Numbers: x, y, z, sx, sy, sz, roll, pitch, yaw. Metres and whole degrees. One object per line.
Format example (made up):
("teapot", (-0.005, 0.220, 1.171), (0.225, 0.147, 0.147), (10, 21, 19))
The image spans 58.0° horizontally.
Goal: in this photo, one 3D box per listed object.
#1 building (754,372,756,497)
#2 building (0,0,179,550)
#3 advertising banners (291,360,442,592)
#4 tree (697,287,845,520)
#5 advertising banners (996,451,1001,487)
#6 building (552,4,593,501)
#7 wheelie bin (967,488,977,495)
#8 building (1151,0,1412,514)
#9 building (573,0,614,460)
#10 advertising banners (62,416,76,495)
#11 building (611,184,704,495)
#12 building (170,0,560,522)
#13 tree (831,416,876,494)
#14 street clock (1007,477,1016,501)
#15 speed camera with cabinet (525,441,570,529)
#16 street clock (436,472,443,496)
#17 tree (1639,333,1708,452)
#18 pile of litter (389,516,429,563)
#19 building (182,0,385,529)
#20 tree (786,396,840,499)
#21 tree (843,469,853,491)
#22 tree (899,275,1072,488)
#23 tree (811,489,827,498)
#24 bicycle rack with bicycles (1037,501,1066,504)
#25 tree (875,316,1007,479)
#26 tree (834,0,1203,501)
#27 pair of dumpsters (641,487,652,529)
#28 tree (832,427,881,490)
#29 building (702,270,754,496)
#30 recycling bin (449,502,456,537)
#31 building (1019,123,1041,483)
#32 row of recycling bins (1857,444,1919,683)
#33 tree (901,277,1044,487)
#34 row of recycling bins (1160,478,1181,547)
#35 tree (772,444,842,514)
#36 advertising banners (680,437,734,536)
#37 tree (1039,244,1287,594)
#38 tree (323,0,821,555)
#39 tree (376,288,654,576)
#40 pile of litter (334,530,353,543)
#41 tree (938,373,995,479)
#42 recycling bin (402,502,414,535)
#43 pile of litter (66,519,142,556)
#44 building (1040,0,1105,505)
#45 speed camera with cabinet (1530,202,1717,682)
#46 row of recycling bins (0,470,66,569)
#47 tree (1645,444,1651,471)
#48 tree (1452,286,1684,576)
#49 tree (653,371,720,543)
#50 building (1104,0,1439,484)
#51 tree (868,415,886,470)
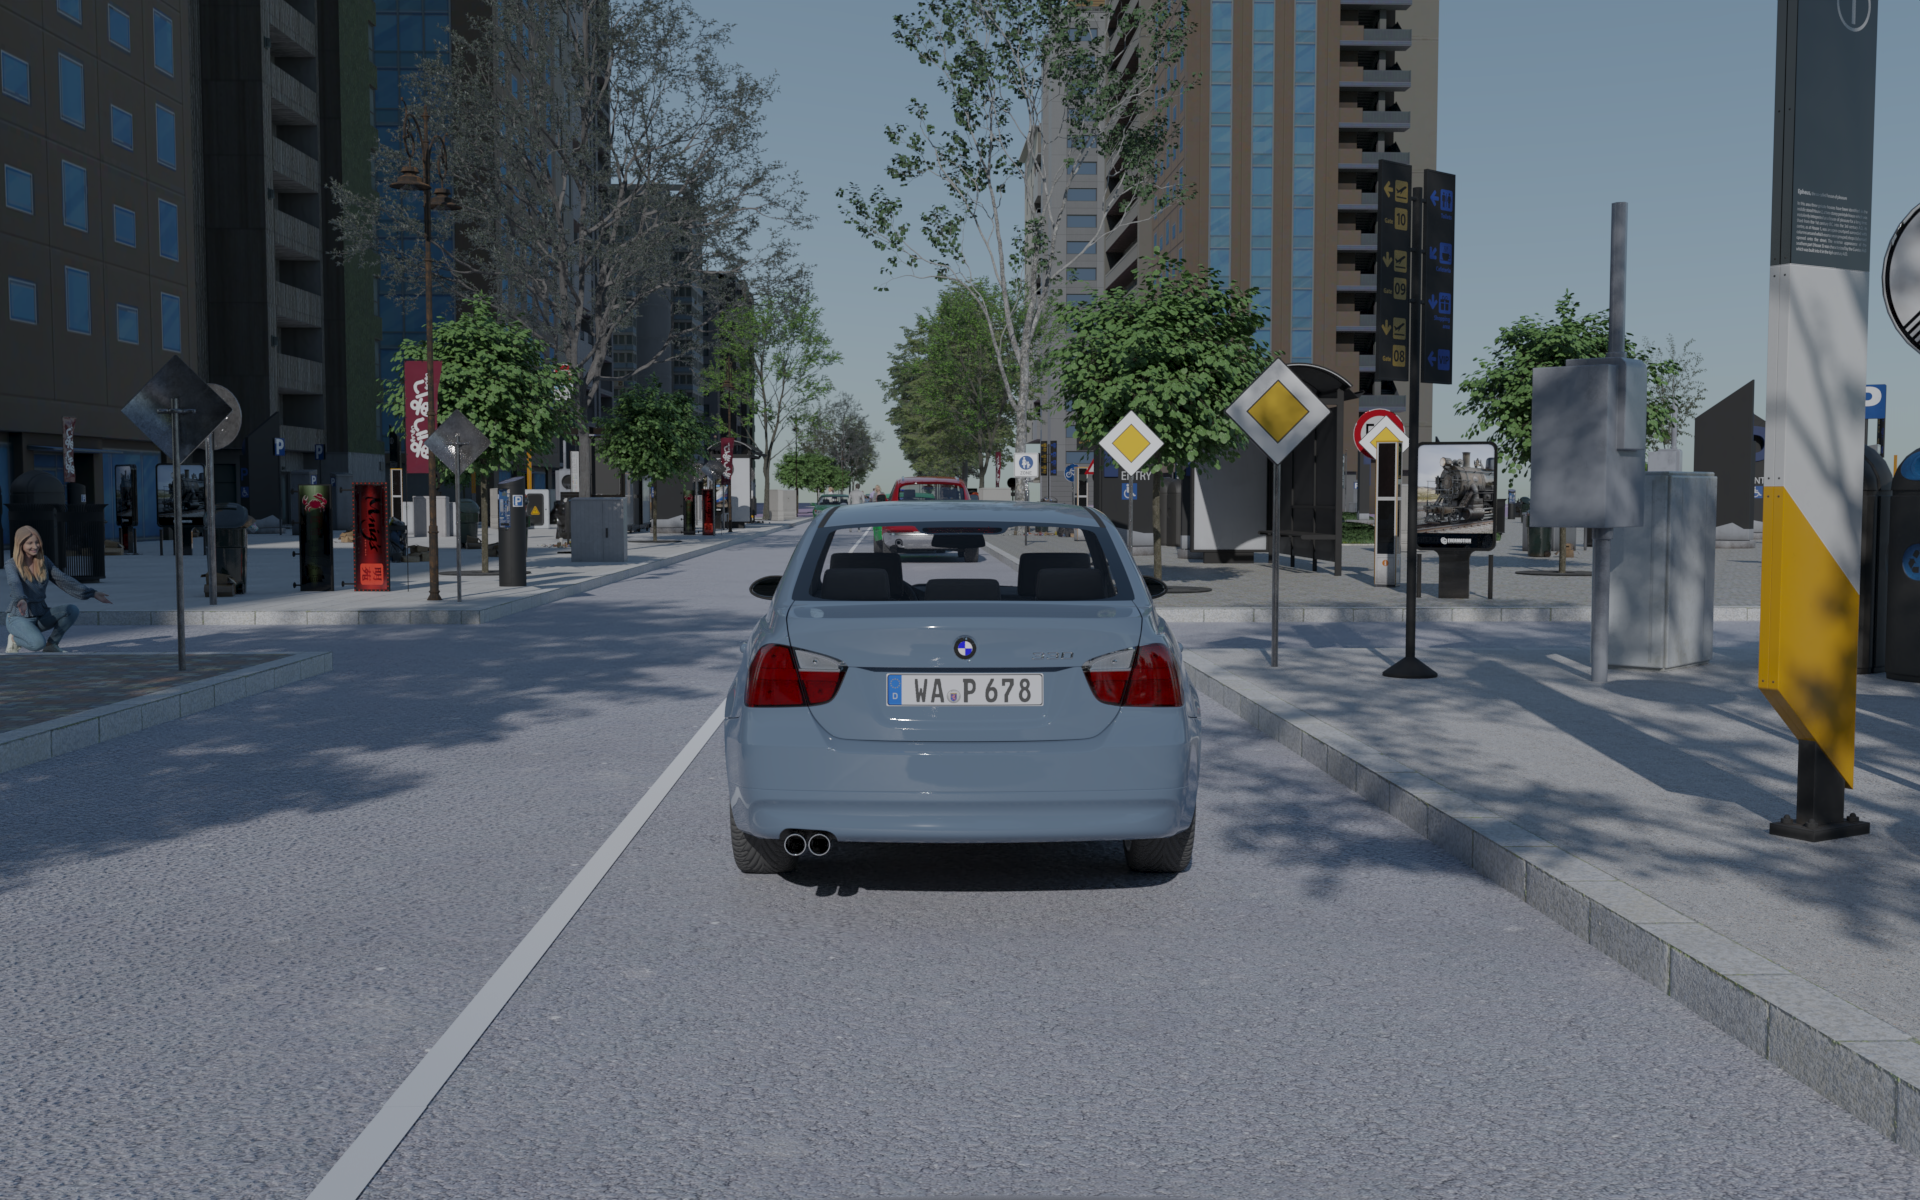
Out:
("building", (-35.768, -28.520, 238.001), (14.160, 30.474, 14.107), (0, 4, -2))
("building", (-28.265, -23.889, 40.700), (14.600, 45.320, 14.200), (0, 4, -2))
("advertising banners", (-7.760, -1.621, 22.696), (2.074, 3.025, 0.090), (0, 4, 5))
("tree", (-9.518, -9.779, 85.644), (9.928, 11.665, 9.643), (0, 3, 0))
("advertising banners", (1.275, -4.635, 71.963), (0.090, 3.025, 2.074), (-1, 4, -22))
("building", (-38.469, -31.717, 107.820), (28.713, 52.752, 27.495), (0, 4, -2))
("wheelie bin", (0.635, -5.159, 92.259), (0.980, 1.594, 0.693), (0, 3, 0))
("building", (20.571, -28.384, 114.196), (14.600, 45.320, 14.200), (0, 4, -2))
("building", (-35.381, -42.394, 131.392), (20.563, 71.187, 20.611), (0, 4, -2))
("advertising banners", (-20.127, -2.576, 38.308), (0.090, 3.025, 2.074), (0, 4, 6))
("building", (-43.323, -31.342, 204.314), (32.217, 40.220, 23.993), (0, 4, -2))
("building", (-28.247, -26.596, 84.954), (14.600, 45.320, 14.200), (0, 4, -2))
("tree", (-15.502, -20.316, 250.287), (7.486, 12.596, 7.792), (0, 3, 0))
("street clock", (2.297, -4.327, 75.311), (0.471, 2.002, 0.358), (2, 4, 29))
("speed camera with cabinet", (-15.107, -4.231, 63.521), (2.038, 3.252, 0.660), (-2, 4, -29))
("street clock", (-16.797, -3.121, 55.591), (0.471, 2.002, 0.358), (3, 4, 36))
("tree", (31.959, -7.848, 78.675), (4.360, 8.622, 3.978), (0, 3, 0))
("pile of litter", (-10.524, -1.172, 33.129), (1.176, 0.858, 1.719), (1, 4, 14))
("building", (-30.366, -17.829, 63.204), (14.160, 30.474, 14.107), (0, 4, -2))
("tree", (-10.721, -10.885, 128.330), (4.360, 8.622, 3.978), (0, 3, 0))
("tree", (-10.100, -8.435, 121.618), (4.285, 4.588, 4.351), (0, 3, 0))
("tree", (1.187, -9.498, 81.052), (9.928, 11.665, 9.643), (0, 3, 0))
("tree", (-11.411, -8.993, 141.633), (1.663, 3.219, 1.824), (0, 3, 0))
("bicycle rack with bicycles", (3.493, -4.394, 85.216), (2.925, 0.926, 2.852), (-1, 4, -17))
("tree", (-0.876, -12.699, 114.287), (9.857, 13.997, 8.962), (0, 3, 0))
("tree", (2.111, -12.357, 57.924), (12.611, 20.169, 13.585), (0, 3, 0))
("pair of dumpsters", (-12.109, -3.757, 63.925), (1.574, 2.255, 4.437), (0, 4, -2))
("tree", (-14.666, -18.417, 235.527), (8.767, 10.594, 7.601), (1, 4, 9))
("building", (-34.808, -27.660, 223.946), (14.160, 30.474, 14.107), (0, 4, -2))
("recycling bin", (-15.353, -2.456, 52.707), (0.722, 1.027, 0.722), (2, 4, 30))
("building", (23.312, -39.924, 241.997), (28.713, 52.752, 27.495), (0, 4, -2))
("row of recycling bins", (6.954, -0.267, 11.473), (1.069, 1.692, 3.534), (-1, 4, -23))
("tree", (0.656, -10.574, 91.008), (7.486, 12.596, 7.792), (0, 3, 0))
("row of recycling bins", (5.737, -2.136, 42.030), (1.069, 1.692, 3.534), (-2, 4, -26))
("tree", (-10.674, -7.976, 114.126), (4.285, 4.588, 4.351), (0, 3, 0))
("advertising banners", (-7.828, -3.520, 53.732), (2.074, 3.025, 0.090), (2, 4, 29))
("tree", (2.697, -2.398, 22.925), (4.285, 4.588, 4.351), (0, 3, 0))
("tree", (-8.024, -7.727, 36.710), (12.009, 13.543, 11.850), (0, 3, 0))
("tree", (-7.712, -2.689, 27.686), (4.285, 4.588, 4.351), (0, 3, 0))
("pile of litter", (-16.061, -1.975, 46.249), (1.176, 0.858, 1.719), (2, 4, 30))
("tree", (0.233, -9.091, 98.994), (4.737, 8.622, 4.395), (0, 3, 0))
("recycling bin", (-17.649, -2.609, 55.214), (0.722, 1.027, 0.722), (0, 4, 3))
("pile of litter", (-18.034, -1.360, 36.197), (1.719, 0.858, 1.176), (-1, 4, -17))
("building", (20.437, -41.032, 212.869), (21.231, 58.520, 28.212), (0, 4, -2))
("speed camera with cabinet", (4.811, -1.110, 12.479), (0.660, 3.252, 2.038), (3, 5, 43))
("row of recycling bins", (-17.185, -1.365, 29.437), (3.534, 1.692, 1.069), (-2, 4, -28))
("tree", (21.840, -3.740, 55.747), (1.663, 3.219, 1.824), (0, 3, 0))
("tree", (9.608, -2.688, 27.660), (4.285, 4.588, 4.351), (0, 3, 0))
("tree", (-8.093, -3.814, 46.077), (4.285, 4.588, 4.351), (0, 3, 0))
("building", (22.833, -31.092, 132.058), (21.300, 48.544, 21.600), (0, 4, -2))
("tree", (-13.869, -17.927, 203.473), (12.009, 13.543, 11.850), (0, 3, 0))
